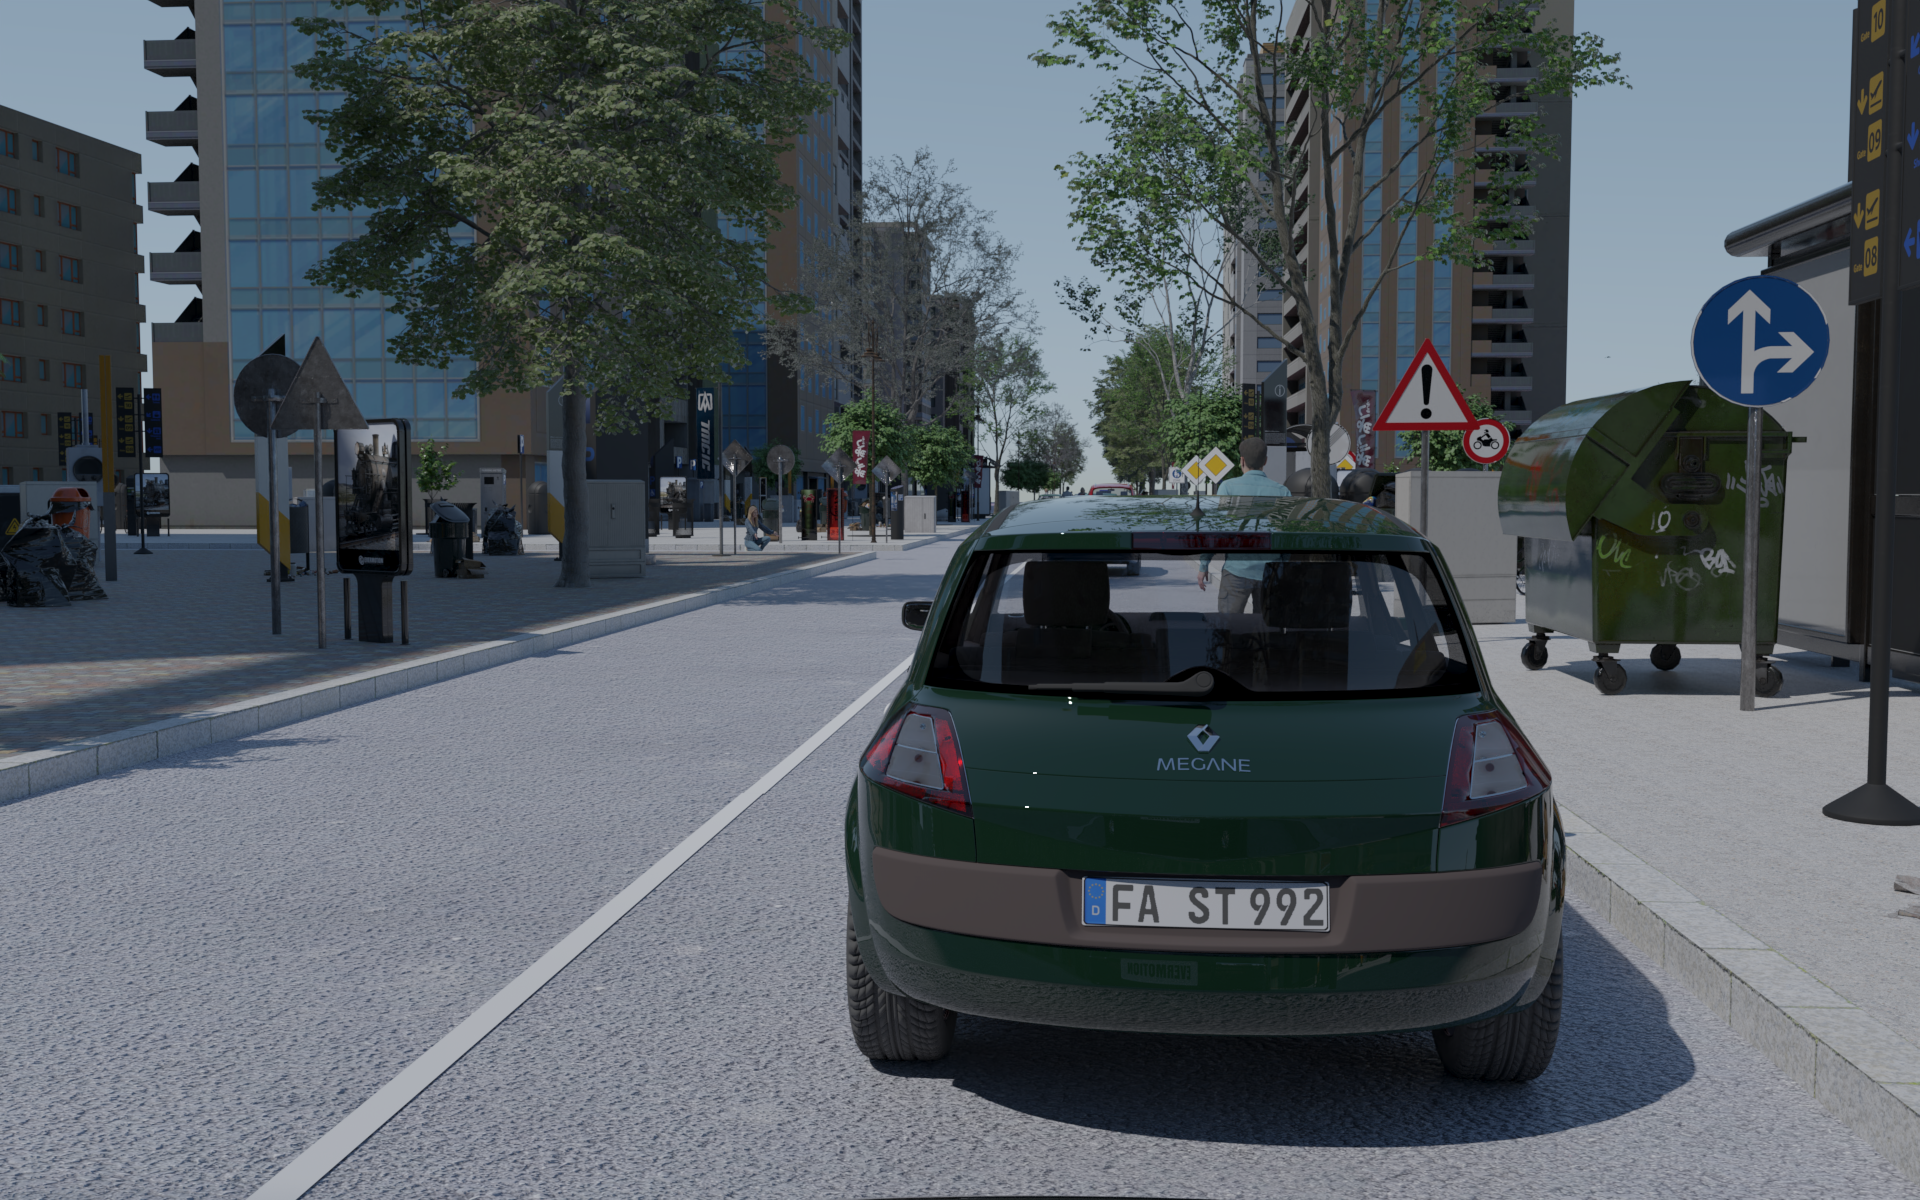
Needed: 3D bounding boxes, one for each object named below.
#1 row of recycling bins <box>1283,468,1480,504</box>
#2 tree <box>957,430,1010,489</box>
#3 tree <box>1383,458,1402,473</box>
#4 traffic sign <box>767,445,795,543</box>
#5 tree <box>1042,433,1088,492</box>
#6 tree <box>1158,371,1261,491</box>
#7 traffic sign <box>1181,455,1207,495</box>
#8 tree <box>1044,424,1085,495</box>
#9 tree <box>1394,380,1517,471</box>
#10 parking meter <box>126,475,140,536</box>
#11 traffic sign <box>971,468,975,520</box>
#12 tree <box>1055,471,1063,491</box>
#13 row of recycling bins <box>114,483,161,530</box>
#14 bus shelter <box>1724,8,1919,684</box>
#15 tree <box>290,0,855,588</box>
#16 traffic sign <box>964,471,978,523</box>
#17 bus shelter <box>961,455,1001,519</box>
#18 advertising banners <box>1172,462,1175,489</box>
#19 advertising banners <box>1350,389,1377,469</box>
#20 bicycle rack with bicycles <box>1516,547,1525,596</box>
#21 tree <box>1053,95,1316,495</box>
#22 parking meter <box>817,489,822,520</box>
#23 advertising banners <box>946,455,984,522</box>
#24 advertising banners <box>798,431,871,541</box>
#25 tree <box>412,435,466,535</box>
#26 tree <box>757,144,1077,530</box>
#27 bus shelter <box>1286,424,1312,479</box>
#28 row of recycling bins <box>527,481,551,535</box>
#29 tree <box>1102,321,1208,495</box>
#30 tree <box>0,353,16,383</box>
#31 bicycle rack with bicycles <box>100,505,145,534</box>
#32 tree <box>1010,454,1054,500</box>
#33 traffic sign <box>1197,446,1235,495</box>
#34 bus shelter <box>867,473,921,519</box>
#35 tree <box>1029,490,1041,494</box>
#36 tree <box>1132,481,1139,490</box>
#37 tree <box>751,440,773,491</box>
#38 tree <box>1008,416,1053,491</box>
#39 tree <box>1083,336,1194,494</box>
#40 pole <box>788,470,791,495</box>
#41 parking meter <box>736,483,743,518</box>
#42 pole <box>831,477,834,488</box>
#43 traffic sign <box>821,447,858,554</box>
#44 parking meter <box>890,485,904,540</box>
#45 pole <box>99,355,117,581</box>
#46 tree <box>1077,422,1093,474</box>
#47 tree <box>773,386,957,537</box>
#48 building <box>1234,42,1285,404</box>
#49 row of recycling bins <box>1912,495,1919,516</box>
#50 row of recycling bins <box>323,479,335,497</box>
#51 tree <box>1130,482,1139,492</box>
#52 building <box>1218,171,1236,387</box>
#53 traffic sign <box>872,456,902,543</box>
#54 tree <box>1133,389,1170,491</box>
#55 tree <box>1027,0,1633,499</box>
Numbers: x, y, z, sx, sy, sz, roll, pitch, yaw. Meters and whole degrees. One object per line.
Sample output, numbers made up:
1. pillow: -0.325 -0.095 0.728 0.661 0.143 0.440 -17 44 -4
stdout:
1. row of recycling bins: 6.818 -1.239 27.367 3.534 1.692 1.069 -1 4 -13
2. tree: -0.955 -5.324 70.763 4.285 4.588 4.351 0 3 0
3. tree: 23.298 -6.011 92.881 1.663 3.219 1.824 0 3 0
4. traffic sign: -4.661 -2.742 44.933 0.768 2.556 0.104 1 4 15
5. tree: 15.368 -19.891 259.626 8.767 10.594 7.601 1 4 16
6. tree: 6.967 -3.839 46.483 4.285 4.588 4.351 0 3 0
7. traffic sign: 6.054 -2.495 44.436 0.795 2.450 0.064 0 4 5
8. tree: 16.323 -21.789 274.378 7.486 12.596 7.792 0 3 0
9. tree: 14.399 -4.076 50.355 4.285 4.588 4.351 0 3 0
10. parking meter: -25.533 -2.920 53.457 0.255 1.863 0.399 -1 4 -9
11. traffic sign: 0.589 -5.258 86.081 0.768 2.556 0.104 0 4 5
12. tree: 6.154 -9.926 145.996 4.285 4.588 4.351 0 3 0
13. row of recycling bins: -30.113 -3.488 64.136 1.069 1.692 3.534 1 4 18
14. bus shelter: 6.995 -2.107 12.087 2.179 5.291 8.768 0 4 5
15. tree: -5.365 -6.475 23.995 7.486 12.596 7.792 0 3 0
16. traffic sign: 0.439 -4.643 77.101 0.795 2.450 0.064 0 4 7
17. bus shelter: 1.011 -5.987 91.812 2.014 3.302 5.546 0 4 5
18. advertising banners: 11.458 -6.064 95.336 0.090 3.025 2.074 -1 4 -15
19. advertising banners: 7.456 -2.029 29.359 2.074 3.025 0.090 -1 4 -23
20. bicycle rack with bicycles: 6.923 -0.482 21.256 2.852 0.926 2.925 0 4 -7
21. tree: 10.660 -13.786 81.295 12.611 20.169 13.585 0 3 0
22. parking meter: -7.039 -4.748 86.044 0.372 1.533 0.369 0 3 0
23. advertising banners: 0.225 -5.024 78.331 2.074 3.025 0.090 3 4 36
24. advertising banners: -3.447 -3.139 47.512 2.074 3.025 0.090 1 4 12
25. tree: -16.731 -3.670 54.610 1.663 3.219 1.824 0 3 0
26. tree: -1.982 -9.241 61.453 12.009 13.543 11.850 0 3 0
27. bus shelter: 10.155 -3.592 52.656 2.014 3.302 5.546 0 4 5
28. row of recycling bins: -11.996 -2.949 55.336 3.534 1.692 1.069 -1 4 -21
29. tree: 13.174 -11.999 114.316 7.486 12.596 7.792 0 3 0
30. tree: -5.832 -0.848 8.472 1.663 3.219 1.824 0 3 0
31. bicycle rack with bicycles: -27.725 -2.626 56.317 2.852 0.926 2.925 -1 4 -21
32. tree: 4.681 -9.475 138.628 4.285 4.588 4.351 0 3 0
33. traffic sign: 5.379 -2.008 36.479 0.795 2.450 0.064 0 4 5
34. bus shelter: -3.136 -6.317 80.907 2.179 5.291 8.768 0 4 5
35. tree: 7.259 -10.485 166.023 1.663 3.219 1.824 0 3 0
36. tree: 22.953 -16.794 224.943 4.360 8.622 3.978 0 3 0
37. tree: -10.518 -7.045 98.891 4.285 4.588 4.351 0 3 0
38. tree: 6.362 -12.377 152.733 4.360 8.622 3.978 0 3 0
39. tree: 14.463 -14.126 137.609 9.857 13.997 8.962 0 3 0
40. pole: -9.201 -6.095 93.499 0.158 3.312 0.155 0 3 0
41. parking meter: -11.614 -5.227 91.176 0.255 1.863 0.399 -3 5 -43
42. pole: -6.650 -5.897 90.255 0.158 3.312 0.155 0 3 0
43. traffic sign: -2.585 -2.051 37.173 0.795 2.450 0.064 0 4 5
44. parking meter: -1.765 -2.464 48.696 0.372 1.533 0.369 0 3 0
45. pole: -12.556 -1.938 25.526 0.158 3.312 0.155 0 3 0
46. tree: 12.308 -19.409 227.707 12.009 13.543 11.850 0 3 0
47. tree: -2.793 -4.205 52.459 4.285 4.588 4.351 0 3 0
48. building: 47.663 -42.257 232.907 21.231 58.520 28.212 0 4 5
49. row of recycling bins: 13.851 -0.985 23.222 1.069 1.692 3.534 0 4 6
50. row of recycling bins: -16.296 -2.439 46.991 3.534 1.692 1.069 3 5 45
51. tree: 24.404 -15.384 246.125 1.663 3.219 1.824 0 3 0
52. building: 54.004 -41.116 261.481 28.713 52.752 27.495 0 4 5
53. traffic sign: -1.910 -2.537 45.129 0.795 2.450 0.064 0 4 5
54. tree: 13.701 -10.516 122.295 4.737 8.622 4.395 0 3 0
55. tree: 4.656 -5.889 22.033 9.928 11.665 9.643 0 3 0
